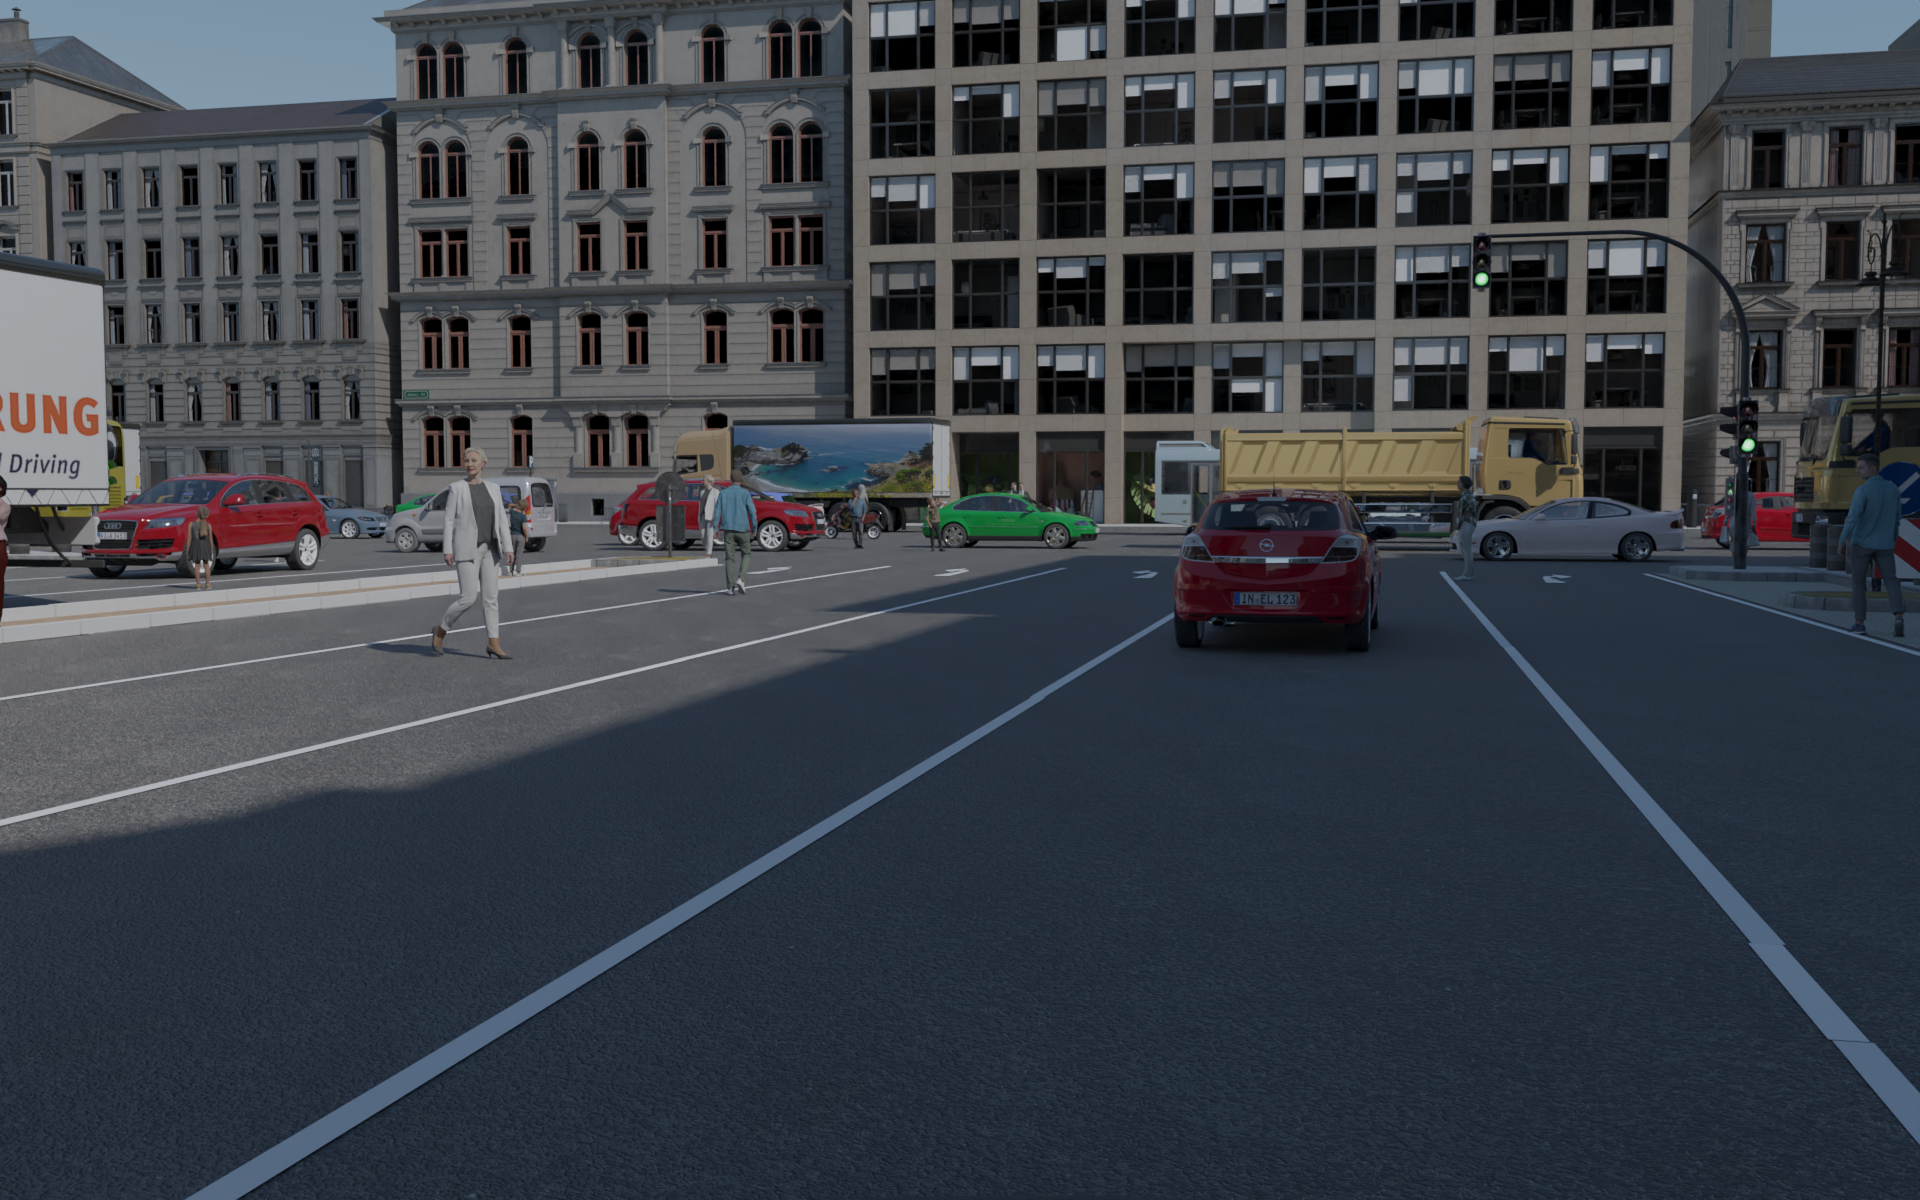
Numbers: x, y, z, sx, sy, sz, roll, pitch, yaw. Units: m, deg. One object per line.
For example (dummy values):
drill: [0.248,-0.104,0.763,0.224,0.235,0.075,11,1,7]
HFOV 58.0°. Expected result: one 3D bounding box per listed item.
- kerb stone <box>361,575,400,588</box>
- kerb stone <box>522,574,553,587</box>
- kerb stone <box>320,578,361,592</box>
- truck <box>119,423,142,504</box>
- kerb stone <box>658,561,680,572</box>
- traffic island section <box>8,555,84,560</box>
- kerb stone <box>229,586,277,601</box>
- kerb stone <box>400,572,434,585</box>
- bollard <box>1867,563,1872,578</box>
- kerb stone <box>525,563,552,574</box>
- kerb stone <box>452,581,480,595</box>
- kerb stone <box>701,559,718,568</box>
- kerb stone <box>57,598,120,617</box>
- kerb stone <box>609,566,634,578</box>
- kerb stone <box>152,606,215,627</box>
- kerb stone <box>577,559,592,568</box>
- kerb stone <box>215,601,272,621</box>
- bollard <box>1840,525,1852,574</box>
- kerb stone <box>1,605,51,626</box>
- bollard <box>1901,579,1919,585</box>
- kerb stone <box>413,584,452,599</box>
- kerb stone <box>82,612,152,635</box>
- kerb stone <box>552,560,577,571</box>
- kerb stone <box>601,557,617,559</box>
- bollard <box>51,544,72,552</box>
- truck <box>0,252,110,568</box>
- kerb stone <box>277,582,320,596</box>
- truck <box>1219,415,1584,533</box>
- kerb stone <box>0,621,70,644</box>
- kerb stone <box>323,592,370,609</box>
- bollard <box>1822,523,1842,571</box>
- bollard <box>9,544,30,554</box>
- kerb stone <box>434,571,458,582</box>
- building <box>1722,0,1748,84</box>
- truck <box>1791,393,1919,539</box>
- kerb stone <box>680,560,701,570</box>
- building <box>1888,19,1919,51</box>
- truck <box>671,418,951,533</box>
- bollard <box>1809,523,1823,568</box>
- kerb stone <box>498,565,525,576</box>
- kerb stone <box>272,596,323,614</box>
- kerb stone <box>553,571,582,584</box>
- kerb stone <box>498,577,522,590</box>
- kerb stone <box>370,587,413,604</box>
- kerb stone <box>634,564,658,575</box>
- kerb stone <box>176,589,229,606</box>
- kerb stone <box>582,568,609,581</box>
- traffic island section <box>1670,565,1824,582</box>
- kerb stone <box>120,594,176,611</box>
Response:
kerb stone: [-8.979,-0.270,26.611,0.120,0.150,1.000,1,4,13]
kerb stone: [-6.695,-0.299,27.124,0.120,0.150,1.000,1,4,13]
kerb stone: [-9.222,-0.202,25.595,0.120,0.150,1.000,1,4,13]
truck: [-38.395,-4.915,69.269,11.283,4.237,2.839,1,4,13]
kerb stone: [-5.497,-0.607,32.142,0.120,0.150,1.000,1,4,13]
traffic island section: [-18.557,-0.913,37.202,2.009,0.180,2.903,1,4,13]
kerb stone: [-9.701,-0.085,23.584,0.120,0.150,1.000,1,4,13]
kerb stone: [-8.744,-0.331,27.614,0.120,0.150,1.000,1,4,13]
bollard: [14.183,-0.730,26.653,0.404,0.777,0.398,0,3,0]
kerb stone: [-7.785,-0.571,31.615,0.120,0.150,1.000,1,4,13]
kerb stone: [-7.178,-0.176,25.108,0.120,0.150,1.000,1,4,13]
kerb stone: [-5.018,-0.723,34.147,0.120,0.150,1.000,1,4,13]
kerb stone: [-10.415,0.099,20.580,0.120,0.150,1.000,1,4,13]
kerb stone: [-5.974,-0.486,30.141,0.120,0.150,1.000,1,4,13]
kerb stone: [-8.621,0.190,19.092,0.120,0.150,1.000,1,4,13]
kerb stone: [-7.302,-0.698,33.613,0.120,0.150,1.000,1,4,13]
kerb stone: [-8.376,0.129,20.094,0.120,0.150,1.000,1,4,13]
bollard: [14.463,-0.802,27.825,0.404,0.777,0.398,0,3,0]
kerb stone: [-10.661,0.167,19.583,0.120,0.150,1.000,1,4,13]
bollard: [13.902,-0.658,25.482,0.404,0.777,0.398,0,3,0]
kerb stone: [-7.426,-0.117,24.102,0.120,0.150,1.000,1,4,13]
kerb stone: [-8.857,0.252,18.082,0.120,0.150,1.000,1,4,13]
kerb stone: [-7.544,-0.635,32.615,0.120,0.150,1.000,1,4,13]
kerb stone: [-7.059,-0.759,34.612,0.120,0.150,1.000,1,4,13]
bollard: [-19.845,-1.438,38.235,0.404,0.777,0.398,0,3,0]
truck: [-13.131,-1.688,16.520,2.839,4.237,11.283,1,4,14]
kerb stone: [-9.467,-0.143,24.591,0.120,0.150,1.000,1,4,13]
truck: [11.665,-2.964,44.386,9.791,3.379,3.469,1,4,13]
kerb stone: [-9.097,0.313,17.082,0.120,0.150,1.000,1,4,13]
kerb stone: [-7.898,0.013,22.094,0.120,0.150,1.000,1,4,13]
bollard: [14.744,-0.873,28.993,0.404,0.777,0.398,0,3,0]
bollard: [-20.130,-1.366,37.050,0.404,0.777,0.398,0,3,0]
kerb stone: [-8.499,-0.393,28.615,0.120,0.150,1.000,1,4,13]
building: [52.099,-27.601,134.876,14.154,41.232,14.086,1,4,13]
truck: [20.562,-2.286,33.308,9.791,3.379,3.469,1,4,13]
kerb stone: [-5.256,-0.668,33.142,0.120,0.150,1.000,1,4,13]
building: [98.499,-32.670,157.849,21.600,48.544,21.300,1,4,13]
truck: [-6.085,-4.717,66.030,11.283,4.237,2.839,1,4,15]
bollard: [15.025,-0.945,30.169,0.404,0.777,0.398,0,3,0]
kerb stone: [-8.025,-0.515,30.616,0.120,0.150,1.000,1,4,13]
kerb stone: [-8.140,0.067,21.095,0.120,0.150,1.000,1,4,13]
kerb stone: [-6.458,-0.363,28.124,0.120,0.150,1.000,1,4,13]
kerb stone: [-6.931,-0.233,26.106,0.120,0.150,1.000,1,4,13]
kerb stone: [-7.659,-0.053,23.094,0.120,0.150,1.000,1,4,13]
kerb stone: [-5.738,-0.547,31.142,0.120,0.150,1.000,1,4,13]
kerb stone: [-9.937,-0.024,22.584,0.120,0.150,1.000,1,4,13]
kerb stone: [-6.217,-0.424,29.133,0.120,0.150,1.000,1,4,13]
traffic island section: [13.338,-0.448,29.602,2.009,0.180,2.903,1,4,13]
kerb stone: [-10.193,0.037,21.584,0.120,0.150,1.000,1,4,13]
